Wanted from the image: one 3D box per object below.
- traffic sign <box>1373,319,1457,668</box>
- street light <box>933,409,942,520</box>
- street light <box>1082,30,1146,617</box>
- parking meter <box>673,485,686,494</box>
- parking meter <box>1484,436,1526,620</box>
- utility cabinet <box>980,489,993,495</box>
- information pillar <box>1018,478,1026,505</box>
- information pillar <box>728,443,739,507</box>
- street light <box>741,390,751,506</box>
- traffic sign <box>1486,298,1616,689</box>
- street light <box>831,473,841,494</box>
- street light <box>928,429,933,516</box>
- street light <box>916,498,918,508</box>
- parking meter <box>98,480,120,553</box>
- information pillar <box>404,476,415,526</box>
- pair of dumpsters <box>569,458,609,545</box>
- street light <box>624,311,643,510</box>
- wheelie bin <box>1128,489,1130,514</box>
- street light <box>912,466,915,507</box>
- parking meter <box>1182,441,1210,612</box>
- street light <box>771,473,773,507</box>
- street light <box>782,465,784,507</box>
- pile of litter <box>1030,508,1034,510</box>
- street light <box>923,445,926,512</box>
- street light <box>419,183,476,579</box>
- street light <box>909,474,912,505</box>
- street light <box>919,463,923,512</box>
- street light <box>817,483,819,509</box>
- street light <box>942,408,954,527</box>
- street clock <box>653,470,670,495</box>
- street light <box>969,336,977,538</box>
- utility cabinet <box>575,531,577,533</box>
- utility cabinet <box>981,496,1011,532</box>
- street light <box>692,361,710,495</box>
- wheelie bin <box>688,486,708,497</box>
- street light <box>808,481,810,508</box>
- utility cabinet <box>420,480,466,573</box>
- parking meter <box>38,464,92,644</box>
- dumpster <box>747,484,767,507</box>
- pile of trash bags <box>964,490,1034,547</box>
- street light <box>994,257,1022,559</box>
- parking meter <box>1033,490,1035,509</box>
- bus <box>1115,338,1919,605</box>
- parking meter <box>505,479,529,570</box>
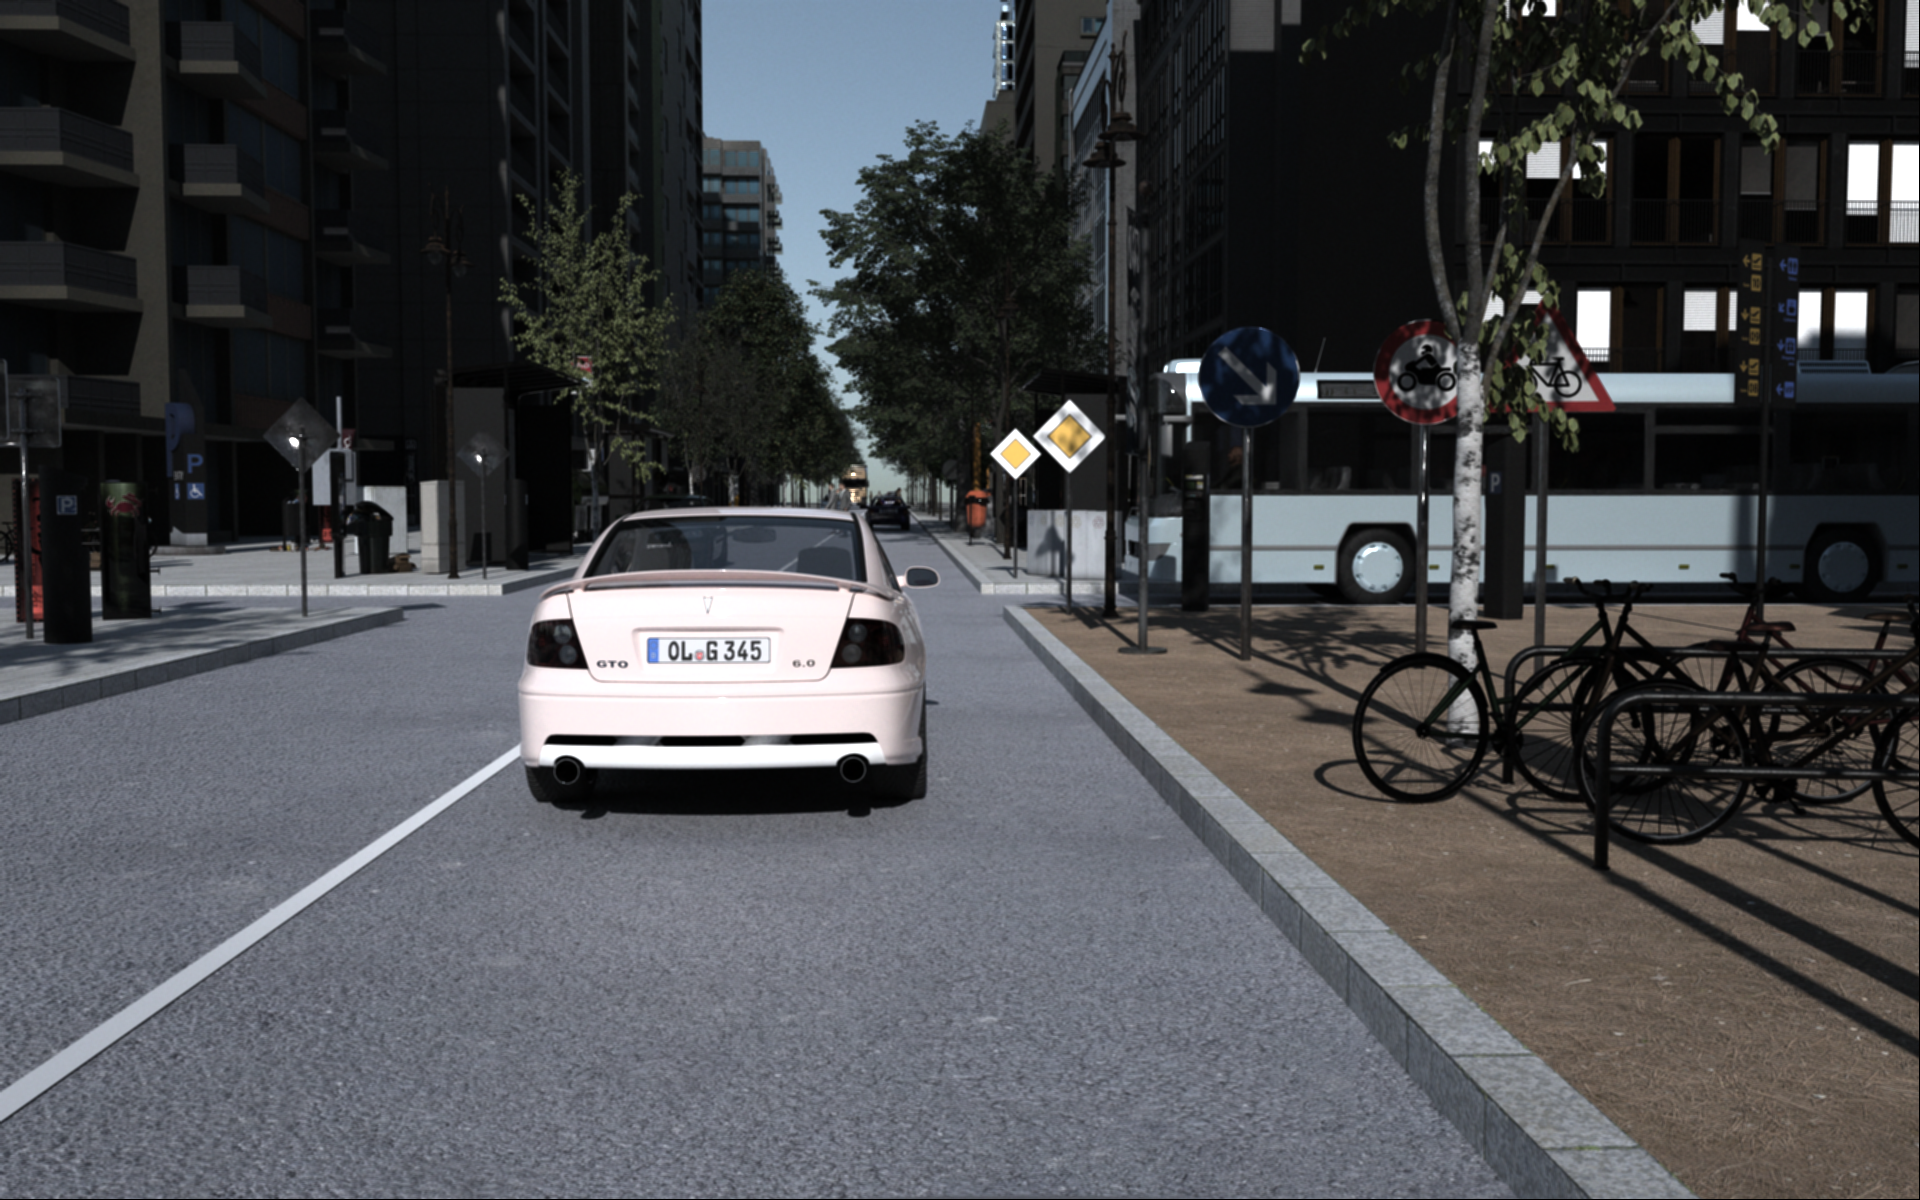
[{"bbox_3d":[3.404,-0.772,12.722,0.768,2.556,0.104,0,4,4],"label":"traffic sign"},{"bbox_3d":[-0.956,-6.827,84.411,0.468,5.910,1.993,0,4,-2],"label":"street light"},{"bbox_3d":[1.569,-2.761,17.925,0.468,5.910,1.993,0,4,-2],"label":"street light"},{"bbox_3d":[-8.112,-2.551,50.113,0.372,1.533,0.369,0,3,0],"label":"parking meter"},{"bbox_3d":[5.602,-0.741,17.820,0.255,1.863,0.399,-1,4,-16],"label":"parking meter"},{"bbox_3d":[0.740,-3.751,70.000,1.173,1.500,0.318,2,4,26],"label":"utility cabinet"},{"bbox_3d":[2.858,-4.625,80.107,0.304,2.012,0.304,-2,4,-25],"label":"information pillar"},{"bbox_3d":[-10.231,-5.312,78.199,0.504,3.616,0.183,-3,5,-39],"label":"information pillar"},{"bbox_3d":[-9.578,-6.387,77.218,0.468,5.910,1.993,0,4,-2],"label":"street light"},{"bbox_3d":[3.808,-0.693,11.328,0.884,2.594,0.081,0,4,6],"label":"traffic sign"},{"bbox_3d":[-14.524,-14.053,202.547,0.468,5.910,1.993,0,4,-2],"label":"street light"},{"bbox_3d":[-1.540,-7.842,101.012,0.468,5.910,1.993,0,4,-2],"label":"street light"},{"bbox_3d":[-3.290,-10.435,143.392,0.468,5.910,1.993,0,4,-2],"label":"street light"},{"bbox_3d":[-14.934,-1.349,30.469,0.372,1.533,0.369,0,3,0],"label":"parking meter"},{"bbox_3d":[-22.195,-3.998,69.860,0.304,2.012,0.304,0,4,7],"label":"information pillar"},{"bbox_3d":[-10.391,-2.646,45.762,1.574,2.255,4.437,0,4,-2],"label":"pair of dumpsters"},{"bbox_3d":[-8.237,-4.334,43.651,0.468,5.910,1.993,0,4,-2],"label":"street light"},{"bbox_3d":[6.729,-3.914,71.894,0.980,1.594,0.693,-3,4,-37],"label":"wheelie bin"},{"bbox_3d":[-3.976,-11.453,160.044,0.468,5.910,1.993,0,4,-2],"label":"street light"},{"bbox_3d":[2.590,-0.813,19.005,0.255,1.863,0.399,1,4,16],"label":"parking meter"},{"bbox_3d":[-10.189,-7.403,93.819,0.468,5.910,1.993,0,4,-2],"label":"street light"},{"bbox_3d":[-10.507,-7.943,102.653,0.468,5.910,1.993,0,4,-2],"label":"street light"},{"bbox_3d":[2.408,-2.508,54.965,1.176,0.858,1.719,-2,4,-34],"label":"pile of litter"},{"bbox_3d":[-1.934,-8.357,109.420,0.468,5.910,1.993,0,4,-2],"label":"street light"},{"bbox_3d":[-7.695,-3.264,26.147,0.468,5.910,1.993,0,4,-2],"label":"street light"},{"bbox_3d":[-4.725,-12.514,177.399,0.468,5.910,1.993,0,4,-2],"label":"street light"},{"bbox_3d":[-2.673,-9.419,126.793,0.468,5.910,1.993,0,4,-2],"label":"street light"},{"bbox_3d":[-12.531,-11.006,152.737,0.468,5.910,1.993,0,4,-2],"label":"street light"},{"bbox_3d":[-0.333,-5.795,67.544,0.468,5.910,1.993,0,4,-2],"label":"street light"},{"bbox_3d":[-8.806,-2.849,51.152,0.471,2.002,0.358,0,4,-7],"label":"street clock"},{"bbox_3d":[0.364,-4.771,50.798,0.468,5.910,1.993,0,4,-2],"label":"street light"},{"bbox_3d":[-12.563,-2.837,57.540,1.020,1.237,0.306,2,4,32],"label":"utility cabinet"},{"bbox_3d":[1.217,-2.894,58.484,1.020,1.237,0.306,0,4,3],"label":"utility cabinet"},{"bbox_3d":[-9.008,-5.349,60.244,0.468,5.910,1.993,0,4,-2],"label":"street light"},{"bbox_3d":[-10.513,-3.755,69.304,0.980,1.594,0.693,0,4,-3],"label":"wheelie bin"},{"bbox_3d":[-11.873,-9.991,136.140,0.468,5.910,1.993,0,4,-2],"label":"street light"},{"bbox_3d":[-8.425,-1.194,28.201,0.318,1.500,1.173,0,4,5],"label":"utility cabinet"},{"bbox_3d":[-7.717,-0.400,14.943,0.372,1.533,0.369,0,3,0],"label":"parking meter"},{"bbox_3d":[-11.869,-5.778,100.236,1.264,1.857,1.865,0,4,-2],"label":"dumpster"},{"bbox_3d":[1.535,-1.996,42.389,3.447,1.369,1.912,3,4,36],"label":"pile of trash bags"},{"bbox_3d":[0.936,-3.746,34.029,0.468,5.910,1.993,0,4,-2],"label":"street light"},{"bbox_3d":[3.731,-4.617,83.896,0.372,1.533,0.369,0,3,0],"label":"parking meter"},{"bbox_3d":[8.061,-1.728,23.109,13.247,3.499,2.948,0,4,-2],"label":"bus"},{"bbox_3d":[-7.503,-1.278,29.307,0.372,1.533,0.369,0,3,0],"label":"parking meter"}]
